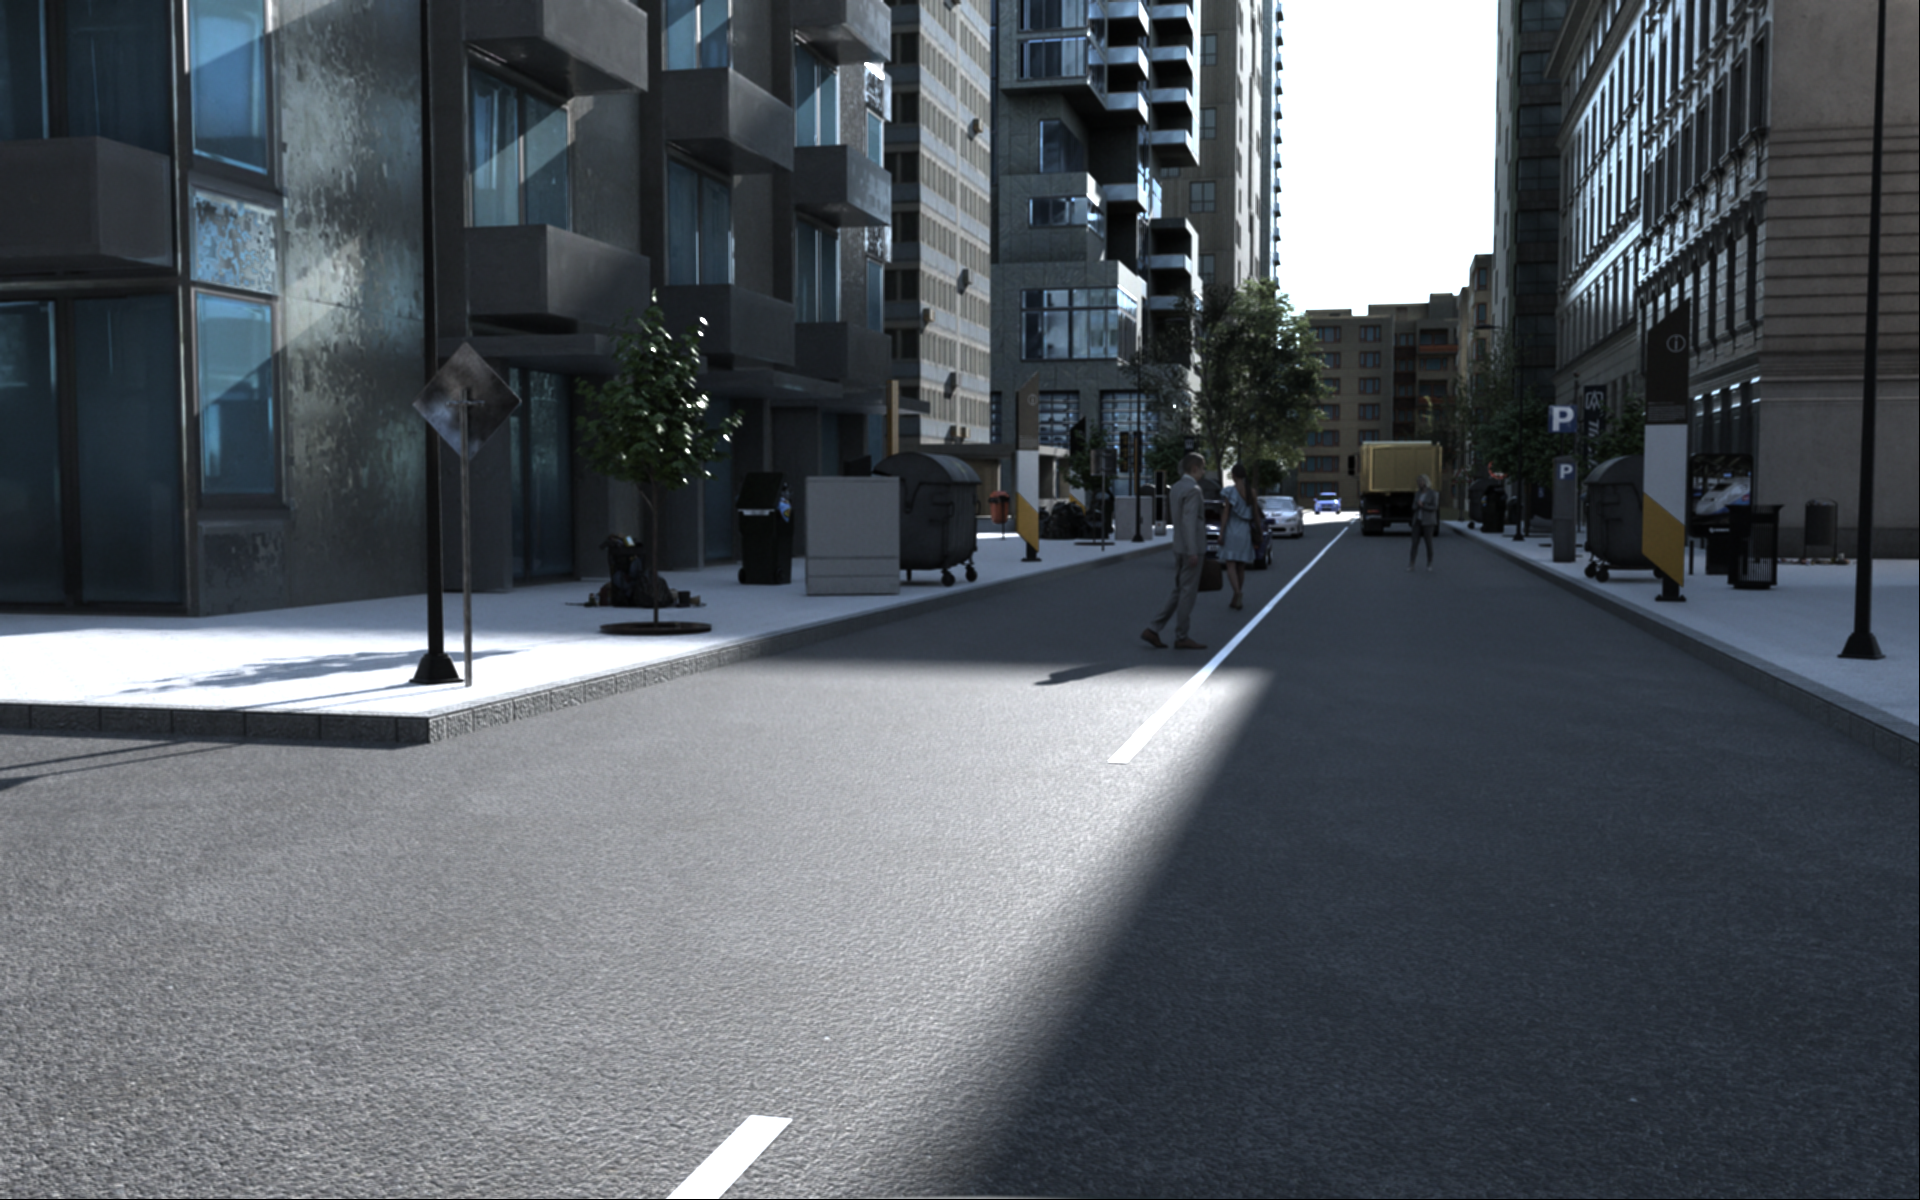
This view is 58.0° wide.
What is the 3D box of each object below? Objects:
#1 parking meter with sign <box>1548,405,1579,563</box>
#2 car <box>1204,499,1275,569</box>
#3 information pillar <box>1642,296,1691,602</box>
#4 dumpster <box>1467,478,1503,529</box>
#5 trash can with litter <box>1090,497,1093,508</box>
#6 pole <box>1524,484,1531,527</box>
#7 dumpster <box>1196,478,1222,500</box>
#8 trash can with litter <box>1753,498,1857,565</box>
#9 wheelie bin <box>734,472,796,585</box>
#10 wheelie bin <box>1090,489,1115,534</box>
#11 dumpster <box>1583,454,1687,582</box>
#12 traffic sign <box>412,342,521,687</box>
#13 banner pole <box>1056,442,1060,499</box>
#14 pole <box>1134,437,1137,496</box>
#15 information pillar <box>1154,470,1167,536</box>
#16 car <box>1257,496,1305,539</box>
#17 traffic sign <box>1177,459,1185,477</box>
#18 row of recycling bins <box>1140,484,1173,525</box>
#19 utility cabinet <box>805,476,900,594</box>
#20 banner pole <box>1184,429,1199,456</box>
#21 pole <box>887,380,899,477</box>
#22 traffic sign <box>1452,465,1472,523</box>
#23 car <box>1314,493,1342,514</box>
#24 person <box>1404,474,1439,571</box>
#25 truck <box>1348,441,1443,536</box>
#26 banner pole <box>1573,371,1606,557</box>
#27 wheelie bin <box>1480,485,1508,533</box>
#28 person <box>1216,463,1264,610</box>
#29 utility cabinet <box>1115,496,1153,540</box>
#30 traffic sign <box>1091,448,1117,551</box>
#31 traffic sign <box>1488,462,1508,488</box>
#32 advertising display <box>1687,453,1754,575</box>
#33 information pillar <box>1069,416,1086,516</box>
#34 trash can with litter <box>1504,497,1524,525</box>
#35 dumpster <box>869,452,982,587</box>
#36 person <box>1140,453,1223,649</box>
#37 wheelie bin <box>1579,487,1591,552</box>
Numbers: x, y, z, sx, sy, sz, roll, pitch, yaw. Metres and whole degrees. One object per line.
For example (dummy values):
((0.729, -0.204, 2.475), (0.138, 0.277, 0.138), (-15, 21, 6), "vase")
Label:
((11.557, -2.257, 33.161), (0.543, 3.016, 1.738), (1, 4, 16), "parking meter with sign")
((5.264, -1.327, 34.269), (1.945, 1.354, 3.894), (1, 4, 12), "car")
((8.439, -1.793, 20.675), (0.504, 3.616, 0.183), (1, 4, 23), "information pillar")
((19.342, -3.544, 63.695), (1.264, 1.857, 1.865), (1, 4, 14), "dumpster")
((6.390, -4.182, 79.768), (0.624, 1.170, 1.055), (-1, 4, -22), "trash can with litter")
((20.945, -4.283, 63.874), (0.158, 3.312, 0.155), (0, 3, 0), "pole")
((8.991, -3.563, 64.014), (1.264, 1.857, 1.865), (1, 4, 14), "dumpster")
((15.403, -1.274, 31.892), (2.233, 1.210, 1.678), (1, 4, 20), "trash can with litter")
((-2.777, -1.028, 24.713), (0.980, 1.594, 0.693), (1, 4, 22), "wheelie bin")
((4.618, -2.956, 56.240), (0.693, 1.594, 0.980), (-1, 4, -22), "wheelie bin")
((9.985, -1.217, 25.652), (1.264, 1.857, 1.865), (1, 4, 13), "dumpster")
((-3.273, -0.480, 11.483), (0.795, 2.450, 0.064), (1, 4, 14), "traffic sign")
((4.614, -5.726, 83.640), (0.863, 3.779, 0.401), (-3, 5, -41), "banner pole")
((6.351, -4.182, 62.222), (0.158, 3.312, 0.155), (0, 3, 0), "pole")
((6.187, -2.991, 53.394), (0.304, 2.012, 0.304), (1, 4, 23), "information pillar")
((10.392, -2.757, 57.439), (2.083, 1.381, 4.827), (1, 4, 14), "car")
((7.843, -3.646, 59.722), (0.768, 2.556, 0.104), (1, 4, 20), "traffic sign")
((8.730, -3.998, 72.474), (3.534, 1.692, 1.069), (-3, 5, -45), "row of recycling bins")
((-1.369, -0.814, 21.991), (1.173, 1.500, 0.318), (-1, 4, -10), "utility cabinet")
((8.888, -4.661, 66.218), (0.863, 3.779, 0.401), (-2, 4, -30), "banner pole")
((-1.206, -2.279, 31.112), (0.158, 3.312, 0.155), (0, 3, 0), "pole")
((22.608, -4.769, 77.977), (0.884, 2.594, 0.081), (1, 4, 18), "traffic sign")
((26.170, -6.950, 123.218), (1.945, 1.707, 3.694), (1, 4, 14), "car")
((8.656, -1.447, 32.349), (0.526, 1.800, 0.537), (-3, 4, -37), "person")
((15.771, -4.068, 62.438), (3.469, 3.379, 9.791), (1, 4, 12), "truck")
((12.710, -2.763, 35.184), (0.401, 3.779, 0.863), (-3, 5, -45), "banner pole")
((17.712, -3.026, 57.377), (0.980, 1.594, 0.693), (-3, 4, -37), "wheelie bin")
((3.495, -0.791, 21.532), (0.616, 1.811, 0.778), (0, 4, -3), "person")
((4.838, -2.267, 48.221), (1.020, 1.237, 0.306), (0, 4, -6), "utility cabinet")
((3.216, -2.247, 38.862), (0.606, 2.300, 0.079), (1, 4, 19), "traffic sign")
((18.354, -3.598, 58.934), (0.768, 2.556, 0.104), (1, 4, 20), "traffic sign")
((12.054, -1.361, 27.473), (0.974, 1.923, 0.123), (0, 4, 2), "advertising display")
((3.543, -3.709, 51.991), (0.504, 3.616, 0.183), (1, 4, 16), "information pillar")
((22.728, -3.678, 71.518), (1.055, 1.170, 0.624), (-2, 4, -31), "trash can with litter")
((-0.494, -1.159, 24.709), (1.264, 1.857, 1.865), (1, 4, 14), "dumpster")
((2.118, -0.454, 16.038), (0.853, 1.813, 0.709), (-1, 4, -15), "person")
((14.265, -1.871, 38.499), (0.980, 1.594, 0.693), (2, 4, 34), "wheelie bin")
